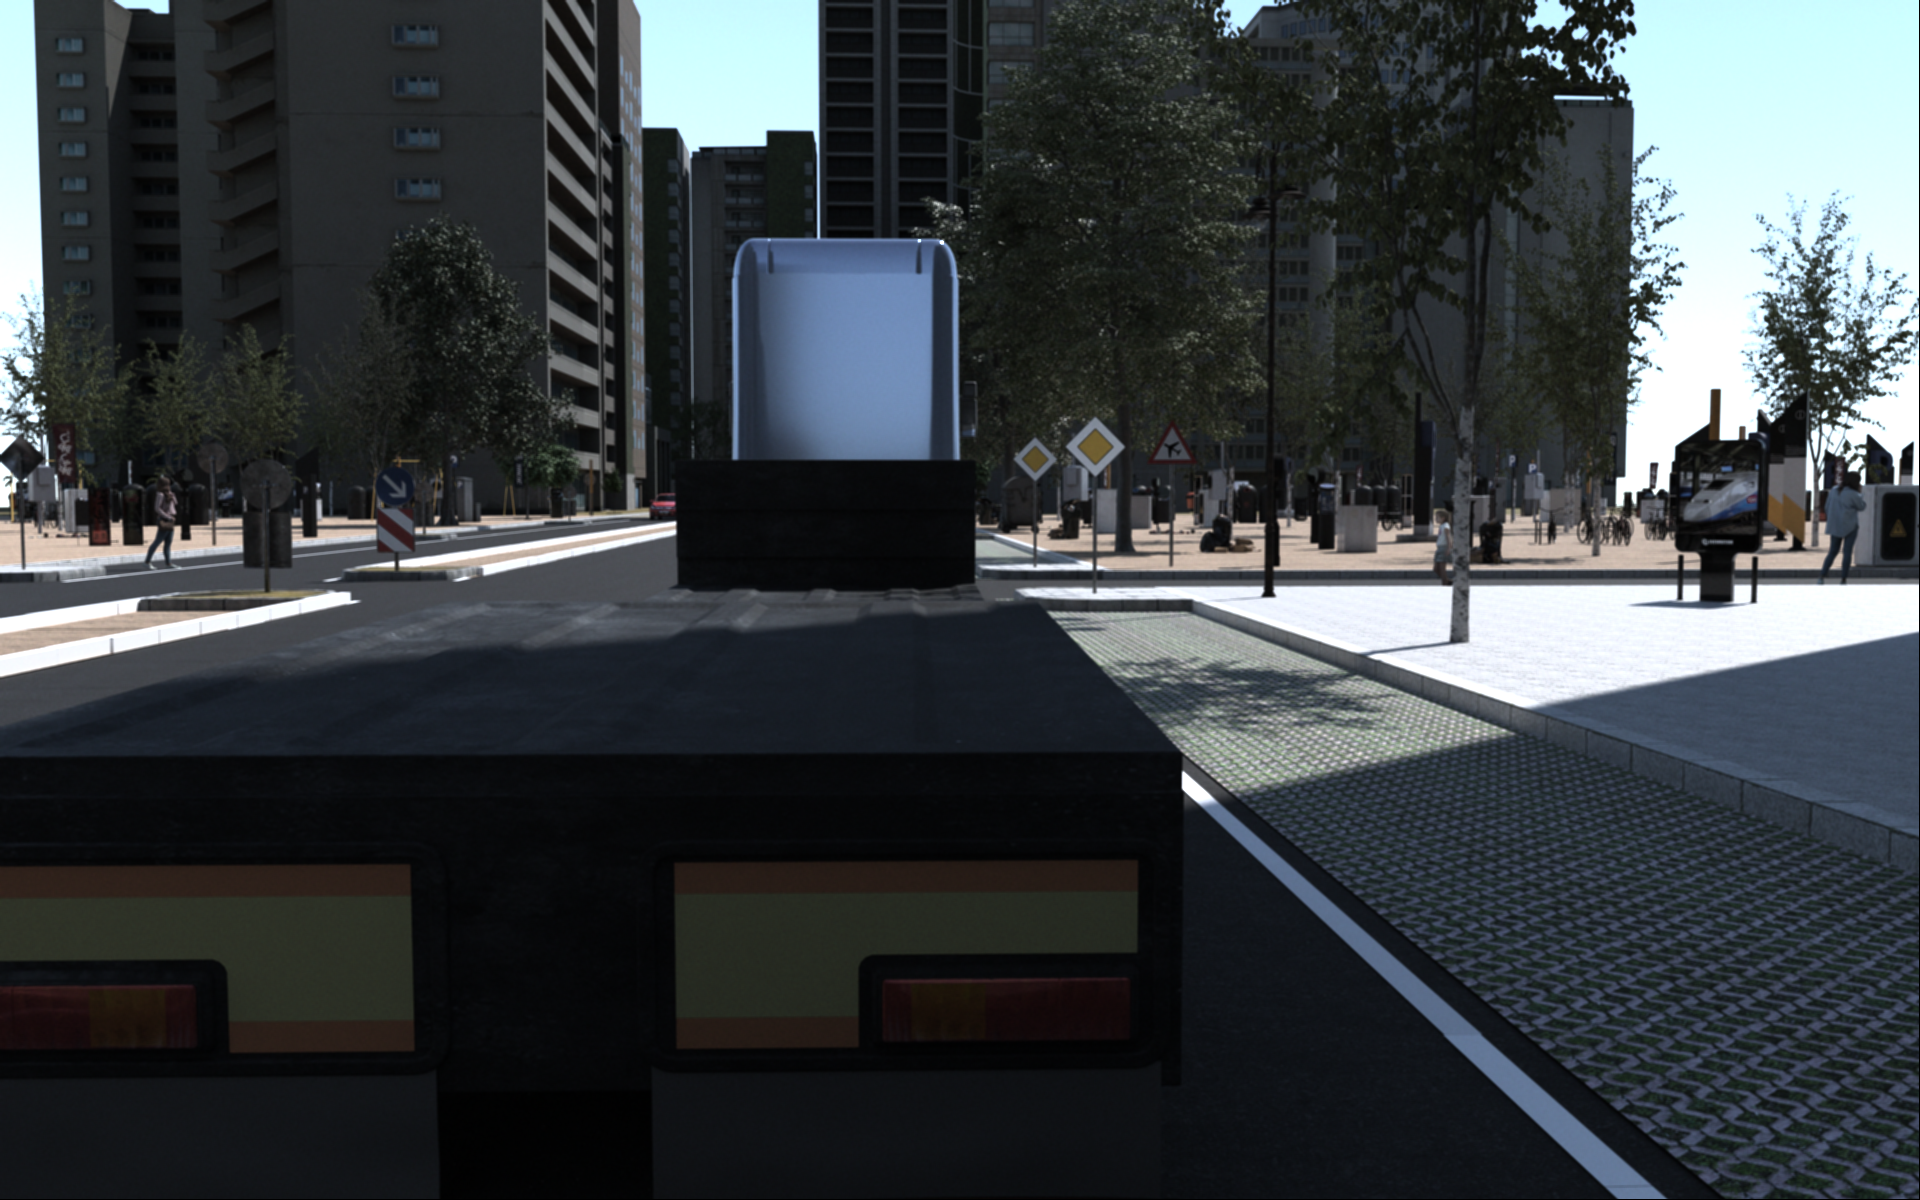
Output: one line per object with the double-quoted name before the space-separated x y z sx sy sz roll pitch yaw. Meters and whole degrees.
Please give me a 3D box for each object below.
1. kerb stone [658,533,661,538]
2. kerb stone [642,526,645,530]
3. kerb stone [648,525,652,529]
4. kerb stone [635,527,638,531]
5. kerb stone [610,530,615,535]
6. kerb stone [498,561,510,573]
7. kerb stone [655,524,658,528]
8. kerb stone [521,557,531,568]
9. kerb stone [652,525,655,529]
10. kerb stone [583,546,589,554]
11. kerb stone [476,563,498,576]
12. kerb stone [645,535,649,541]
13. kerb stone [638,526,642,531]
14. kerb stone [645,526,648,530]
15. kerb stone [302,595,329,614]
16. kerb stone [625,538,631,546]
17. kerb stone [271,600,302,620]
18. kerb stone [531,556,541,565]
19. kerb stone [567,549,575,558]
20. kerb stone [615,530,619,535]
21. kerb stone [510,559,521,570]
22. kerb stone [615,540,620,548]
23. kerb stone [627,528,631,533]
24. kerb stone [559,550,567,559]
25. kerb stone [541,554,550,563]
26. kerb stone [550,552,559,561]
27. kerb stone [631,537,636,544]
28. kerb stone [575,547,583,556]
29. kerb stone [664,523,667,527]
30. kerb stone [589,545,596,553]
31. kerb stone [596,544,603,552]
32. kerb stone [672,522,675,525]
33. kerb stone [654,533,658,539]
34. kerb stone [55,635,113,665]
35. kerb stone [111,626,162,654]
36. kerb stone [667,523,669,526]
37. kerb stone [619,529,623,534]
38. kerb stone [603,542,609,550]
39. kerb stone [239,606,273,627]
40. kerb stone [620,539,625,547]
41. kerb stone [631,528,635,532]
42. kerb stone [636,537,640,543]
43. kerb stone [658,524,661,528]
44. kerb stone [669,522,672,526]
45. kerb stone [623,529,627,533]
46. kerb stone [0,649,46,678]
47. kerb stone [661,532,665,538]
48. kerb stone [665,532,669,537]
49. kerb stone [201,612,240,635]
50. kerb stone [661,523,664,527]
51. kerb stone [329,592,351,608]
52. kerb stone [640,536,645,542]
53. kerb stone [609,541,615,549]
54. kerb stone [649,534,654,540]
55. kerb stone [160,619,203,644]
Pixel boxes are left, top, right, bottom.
"kerb stone" -9.763 -2.034 55.446 0.120 0.150 1.000 0 4 -3
"kerb stone" -12.513 -2.778 67.613 0.120 0.150 1.000 0 4 -3
"kerb stone" -12.614 -2.903 69.655 0.120 0.150 1.000 0 4 -3
"kerb stone" -12.400 -2.653 65.566 0.120 0.150 1.000 0 4 -3
"kerb stone" -12.074 -2.277 59.427 0.120 0.150 1.000 0 4 -3
"kerb stone" -8.504 -0.590 31.891 0.120 0.150 1.000 0 4 -3
"kerb stone" -12.734 -3.021 71.698 0.120 0.150 1.000 0 4 -3
"kerb stone" -8.622 -0.719 33.944 0.120 0.150 1.000 0 4 -3
"kerb stone" -12.676 -2.963 70.677 0.120 0.150 1.000 0 4 -3
"kerb stone" -8.999 -1.157 41.116 0.120 0.150 1.000 0 4 -3
"kerb stone" -8.447 -0.531 30.870 0.120 0.150 1.000 0 4 -3
"kerb stone" -9.596 -1.844 52.384 0.120 0.150 1.000 0 4 -3
"kerb stone" -12.454 -2.711 66.593 0.120 0.150 1.000 0 4 -3
"kerb stone" -12.572 -2.839 68.634 0.120 0.150 1.000 0 4 -3
"kerb stone" -7.934 0.067 21.104 0.120 0.150 1.000 0 4 -3
"kerb stone" -9.376 -1.595 48.278 0.120 0.150 1.000 0 4 -3
"kerb stone" -7.881 0.130 20.078 0.120 0.150 1.000 0 4 -3
"kerb stone" -8.667 -0.781 34.965 0.120 0.150 1.000 0 4 -3
"kerb stone" -8.896 -1.027 39.063 0.120 0.150 1.000 0 4 -3
"kerb stone" -12.130 -2.340 60.448 0.120 0.150 1.000 0 4 -3
"kerb stone" -8.564 -0.656 32.923 0.120 0.150 1.000 0 4 -3
"kerb stone" -9.272 -1.470 46.226 0.120 0.150 1.000 0 4 -3
"kerb stone" -12.290 -2.527 63.516 0.120 0.150 1.000 0 4 -3
"kerb stone" -8.843 -0.969 38.039 0.120 0.150 1.000 0 4 -3
"kerb stone" -8.718 -0.835 35.990 0.120 0.150 1.000 0 4 -3
"kerb stone" -8.774 -0.906 37.010 0.120 0.150 1.000 0 4 -3
"kerb stone" -9.437 -1.658 49.311 0.120 0.150 1.000 0 4 -3
"kerb stone" -8.941 -1.095 40.094 0.120 0.150 1.000 0 4 -3
"kerb stone" -12.892 -3.216 74.772 0.120 0.150 1.000 0 4 -3
"kerb stone" -9.054 -1.215 42.137 0.120 0.150 1.000 0 4 -3
"kerb stone" -9.098 -1.282 43.161 0.120 0.150 1.000 0 4 -3
"kerb stone" -13.054 -3.404 77.846 0.120 0.150 1.000 0 4 -3
"kerb stone" -9.702 -1.971 54.425 0.120 0.150 1.000 0 4 -3
"kerb stone" -7.618 0.443 14.956 0.120 0.150 1.000 0 4 -3
"kerb stone" -7.659 0.380 15.985 0.120 0.150 1.000 0 4 -3
"kerb stone" -12.945 -3.279 75.800 0.120 0.150 1.000 0 4 -3
"kerb stone" -12.186 -2.400 61.471 0.120 0.150 1.000 0 4 -3
"kerb stone" -9.158 -1.343 44.182 0.120 0.150 1.000 0 4 -3
"kerb stone" -7.825 0.192 19.057 0.120 0.150 1.000 0 4 -3
"kerb stone" -9.332 -1.532 47.246 0.120 0.150 1.000 0 4 -3
"kerb stone" -12.342 -2.585 64.537 0.120 0.150 1.000 0 4 -3
"kerb stone" -9.493 -1.717 50.332 0.120 0.150 1.000 0 4 -3
"kerb stone" -12.783 -3.085 72.727 0.120 0.150 1.000 0 4 -3
"kerb stone" -13.006 -3.334 76.825 0.120 0.150 1.000 0 4 -3
"kerb stone" -12.240 -2.465 62.495 0.120 0.150 1.000 0 4 -3
"kerb stone" -7.554 0.508 13.936 0.120 0.150 1.000 0 4 -3
"kerb stone" -9.818 -2.097 56.477 0.120 0.150 1.000 0 4 -3
"kerb stone" -9.868 -2.157 57.512 0.120 0.150 1.000 0 4 -3
"kerb stone" -7.771 0.255 18.037 0.120 0.150 1.000 0 4 -3
"kerb stone" -12.841 -3.153 73.751 0.120 0.150 1.000 0 4 -3
"kerb stone" -7.994 0.006 22.124 0.120 0.150 1.000 0 4 -3
"kerb stone" -9.540 -1.784 51.358 0.120 0.150 1.000 0 4 -3
"kerb stone" -9.218 -1.407 45.202 0.120 0.150 1.000 0 4 -3
"kerb stone" -9.652 -1.907 53.405 0.120 0.150 1.000 0 4 -3
"kerb stone" -7.717 0.317 17.012 0.120 0.150 1.000 0 4 -3
